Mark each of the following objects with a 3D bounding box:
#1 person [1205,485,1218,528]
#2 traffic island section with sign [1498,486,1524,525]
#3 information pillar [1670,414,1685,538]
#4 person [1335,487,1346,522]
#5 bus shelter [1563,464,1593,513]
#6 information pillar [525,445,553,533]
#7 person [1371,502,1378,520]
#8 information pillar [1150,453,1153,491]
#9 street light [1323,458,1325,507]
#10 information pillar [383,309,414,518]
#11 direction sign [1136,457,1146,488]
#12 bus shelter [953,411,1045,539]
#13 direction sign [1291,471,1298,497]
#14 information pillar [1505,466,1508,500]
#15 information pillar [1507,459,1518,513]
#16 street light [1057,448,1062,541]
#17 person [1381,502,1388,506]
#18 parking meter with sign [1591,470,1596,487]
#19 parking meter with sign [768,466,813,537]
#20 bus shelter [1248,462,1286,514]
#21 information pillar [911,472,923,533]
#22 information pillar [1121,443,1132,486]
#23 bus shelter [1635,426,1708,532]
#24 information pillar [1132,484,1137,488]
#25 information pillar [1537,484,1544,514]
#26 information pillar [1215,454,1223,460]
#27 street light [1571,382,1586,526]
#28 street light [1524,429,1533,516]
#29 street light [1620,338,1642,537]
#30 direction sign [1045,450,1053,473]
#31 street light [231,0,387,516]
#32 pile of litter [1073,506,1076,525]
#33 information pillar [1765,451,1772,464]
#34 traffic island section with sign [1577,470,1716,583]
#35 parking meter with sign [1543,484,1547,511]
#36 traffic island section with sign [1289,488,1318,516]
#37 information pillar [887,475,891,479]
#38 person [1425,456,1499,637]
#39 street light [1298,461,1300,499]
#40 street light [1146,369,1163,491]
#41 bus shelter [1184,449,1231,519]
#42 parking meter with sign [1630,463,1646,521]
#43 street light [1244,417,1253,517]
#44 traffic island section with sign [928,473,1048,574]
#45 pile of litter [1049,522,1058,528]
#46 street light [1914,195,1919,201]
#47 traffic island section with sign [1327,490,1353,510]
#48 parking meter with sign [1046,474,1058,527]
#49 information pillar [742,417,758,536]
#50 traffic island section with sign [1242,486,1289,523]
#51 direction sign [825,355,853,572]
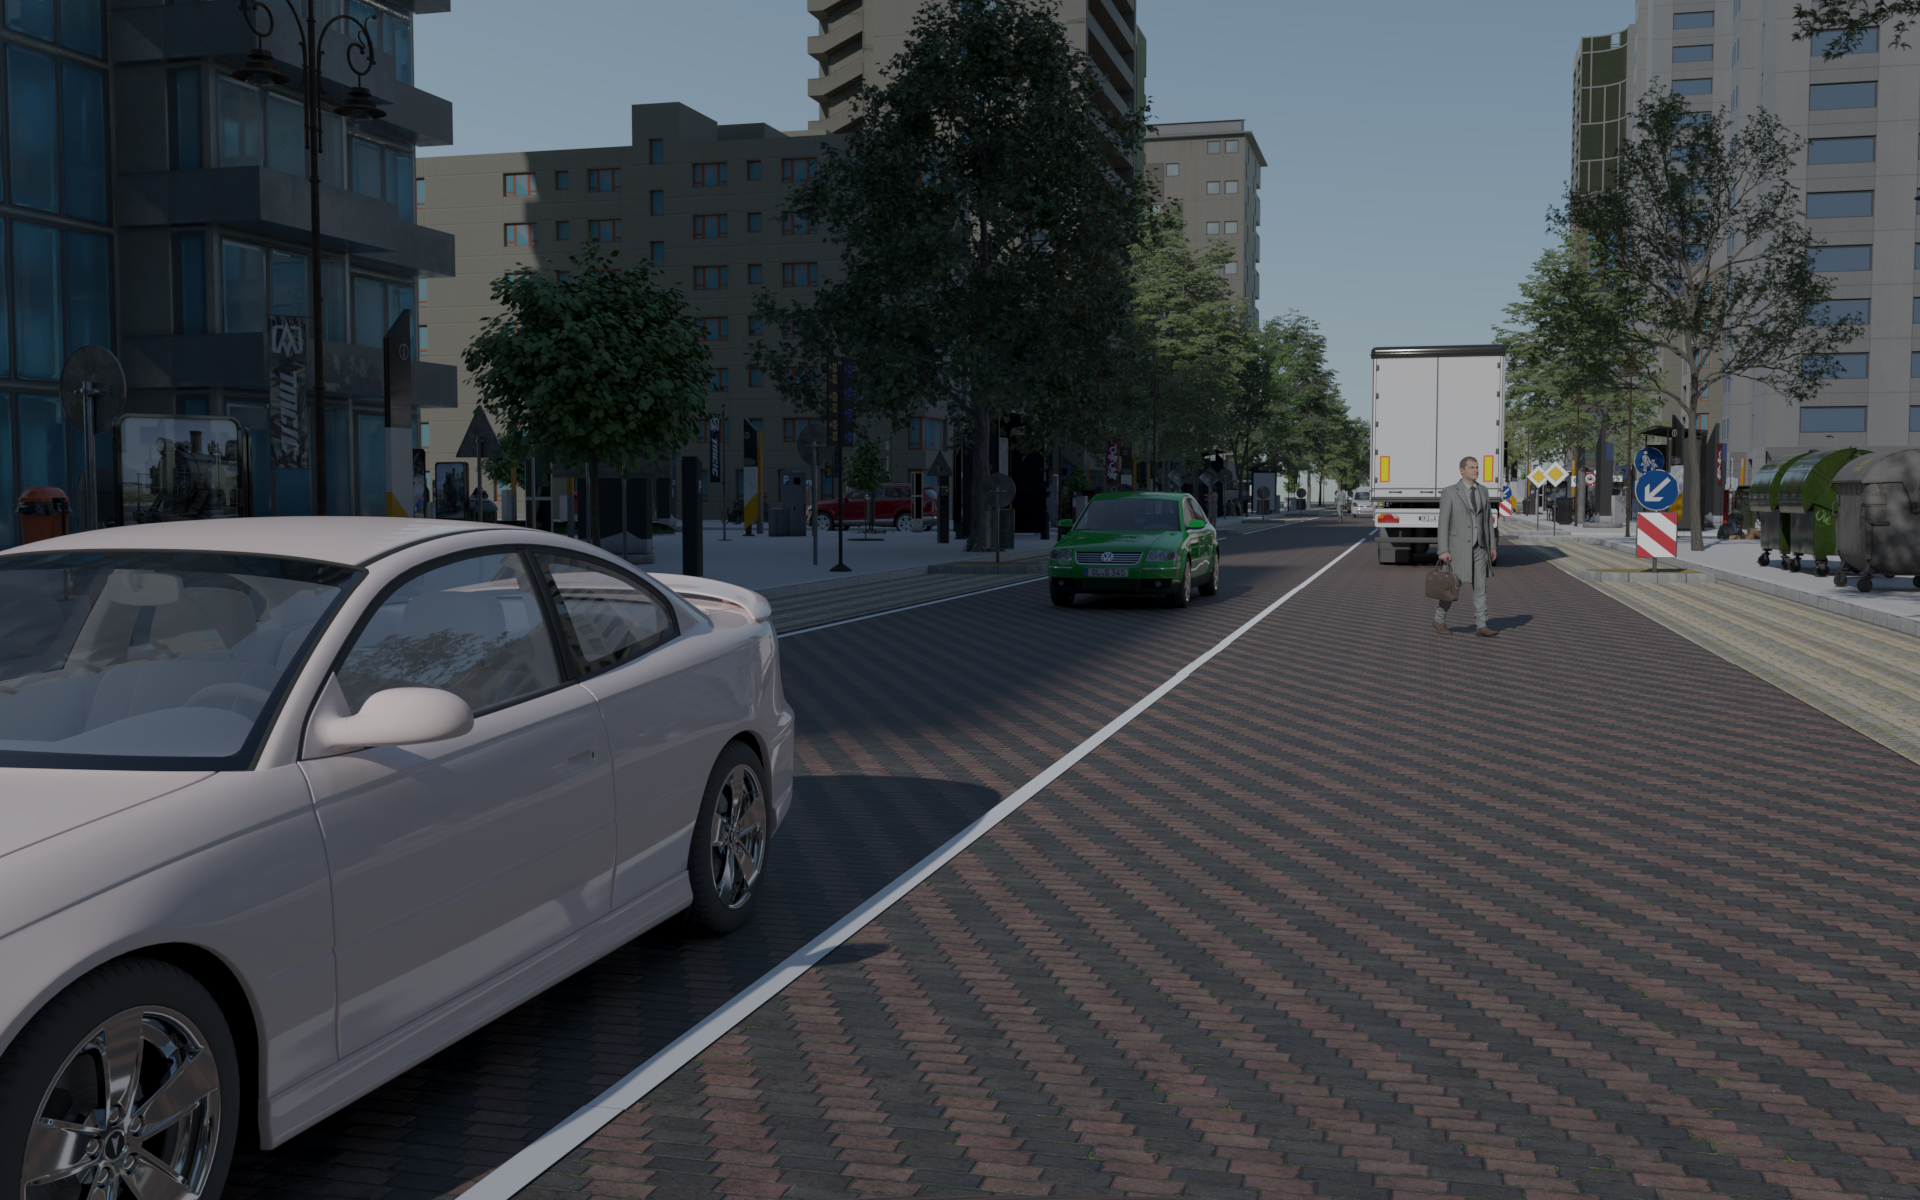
[{"bbox_3d":[9.742,-3.580,67.393,0.532,1.782,0.716,0,4,1],"label":"person"},{"bbox_3d":[25.582,-4.477,81.826,1.989,1.847,2.006,1,4,15],"label":"traffic island section with sign"},{"bbox_3d":[20.914,-3.620,50.547,0.183,3.616,0.504,-1,4,-14],"label":"information pillar"},{"bbox_3d":[19.602,-4.936,89.309,0.635,1.810,0.391,-3,5,-41],"label":"person"},{"bbox_3d":[41.612,-7.561,117.543,2.014,3.302,5.546,1,4,15],"label":"bus shelter"},{"bbox_3d":[-5.977,-1.230,24.607,0.304,2.012,0.304,-2,4,-35],"label":"information pillar"},{"bbox_3d":[22.578,-5.076,94.081,0.523,1.515,0.503,1,4,12],"label":"person"},{"bbox_3d":[10.662,-6.431,96.502,0.183,3.616,0.504,0,4,-1],"label":"information pillar"},{"bbox_3d":[35.894,-12.112,170.813,0.468,5.910,1.993,1,4,15],"label":"street light"},{"bbox_3d":[-7.038,-1.859,21.754,0.183,3.616,0.504,1,4,15],"label":"information pillar"},{"bbox_3d":[11.044,-6.946,105.566,0.379,3.537,0.876,-2,4,-34],"label":"direction sign"},{"bbox_3d":[1.400,-3.700,51.771,1.731,3.624,6.357,1,4,15],"label":"bus shelter"},{"bbox_3d":[26.288,-8.816,136.143,0.379,3.537,0.876,-1,4,-20],"label":"direction sign"},{"bbox_3d":[39.161,-8.114,124.013,0.183,3.616,0.504,3,4,38],"label":"information pillar"},{"bbox_3d":[37.041,-7.610,115.780,0.504,3.616,0.183,-2,4,-25],"label":"information pillar"},{"bbox_3d":[2.701,-4.527,46.809,0.468,5.910,1.993,1,4,15],"label":"street light"},{"bbox_3d":[32.176,-7.482,130.842,0.660,1.820,0.620,-2,4,-26],"label":"person"},{"bbox_3d":[45.476,-7.836,124.374,0.543,3.016,1.738,3,4,36],"label":"parking meter with sign"},{"bbox_3d":[-5.062,-3.443,52.547,0.543,3.016,1.738,3,5,41],"label":"parking meter with sign"},{"bbox_3d":[19.912,-7.248,112.425,2.014,3.302,5.546,1,4,15],"label":"bus shelter"},{"bbox_3d":[-1.434,-3.266,57.895,0.304,2.012,0.304,-1,4,-21],"label":"information pillar"},{"bbox_3d":[7.152,-5.085,74.502,0.504,3.616,0.183,-2,4,-23],"label":"information pillar"},{"bbox_3d":[25.475,-4.336,62.175,1.731,3.624,6.357,1,4,15],"label":"bus shelter"},{"bbox_3d":[12.212,-7.133,121.119,0.304,2.012,0.304,0,4,-8],"label":"information pillar"},{"bbox_3d":[36.691,-6.423,109.514,0.304,2.012,0.304,0,4,5],"label":"information pillar"},{"bbox_3d":[14.369,-6.408,96.119,0.504,3.616,0.183,3,4,36],"label":"information pillar"},{"bbox_3d":[24.396,-5.850,68.433,0.468,5.910,1.993,1,4,15],"label":"street light"},{"bbox_3d":[32.940,-7.807,100.430,0.468,5.910,1.993,1,4,15],"label":"street light"},{"bbox_3d":[19.870,-4.807,51.380,0.468,5.910,1.993,1,4,15],"label":"street light"},{"bbox_3d":[4.533,-5.944,89.184,0.379,3.537,0.876,-2,4,-28],"label":"direction sign"},{"bbox_3d":[-5.743,-2.611,15.479,0.468,5.910,1.993,1,4,15],"label":"street light"},{"bbox_3d":[4.689,-3.648,73.606,1.176,0.858,1.719,0,4,4],"label":"pile of litter"},{"bbox_3d":[43.793,-6.272,93.898,0.504,3.616,0.183,-3,4,-36],"label":"information pillar"},{"bbox_3d":[11.364,-1.233,28.795,1.989,1.847,2.006,1,4,15],"label":"traffic island section with sign"},{"bbox_3d":[44.302,-8.289,131.790,1.738,3.016,0.543,2,4,25],"label":"parking meter with sign"},{"bbox_3d":[22.004,-6.287,111.413,1.989,1.847,2.006,1,4,15],"label":"traffic island section with sign"},{"bbox_3d":[-2.895,-3.833,67.165,0.304,2.012,0.304,-2,4,-30],"label":"information pillar"},{"bbox_3d":[5.102,-0.541,17.442,0.694,1.812,0.767,-1,4,-19],"label":"person"},{"bbox_3d":[27.062,-10.113,138.136,0.468,5.910,1.993,1,4,15],"label":"street light"},{"bbox_3d":[7.177,-5.571,63.876,0.468,5.910,1.993,1,4,15],"label":"street light"},{"bbox_3d":[13.282,-6.212,92.850,1.731,3.624,6.357,1,4,15],"label":"bus shelter"},{"bbox_3d":[33.273,-5.335,83.489,1.738,3.016,0.543,1,4,19],"label":"parking meter with sign"},{"bbox_3d":[15.949,-7.544,96.131,0.468,5.910,1.993,1,4,15],"label":"street light"},{"bbox_3d":[0.621,-1.410,31.674,1.989,1.847,2.006,1,4,15],"label":"traffic island section with sign"},{"bbox_3d":[2.901,-3.117,64.933,1.719,0.858,1.176,1,4,15],"label":"pile of litter"},{"bbox_3d":[11.441,-2.890,20.047,0.468,5.910,1.993,1,4,15],"label":"street light"},{"bbox_3d":[34.929,-9.237,159.646,1.989,1.847,2.006,1,4,15],"label":"traffic island section with sign"},{"bbox_3d":[3.461,-4.313,66.771,1.738,3.016,0.543,1,4,12],"label":"parking meter with sign"},{"bbox_3d":[-6.367,-3.746,52.599,0.504,3.616,0.183,2,4,32],"label":"information pillar"},{"bbox_3d":[14.937,-4.675,85.057,1.989,1.847,2.006,1,4,15],"label":"traffic island section with sign"},{"bbox_3d":[-1.978,-2.240,28.619,0.379,3.537,0.876,2,4,23],"label":"direction sign"}]
